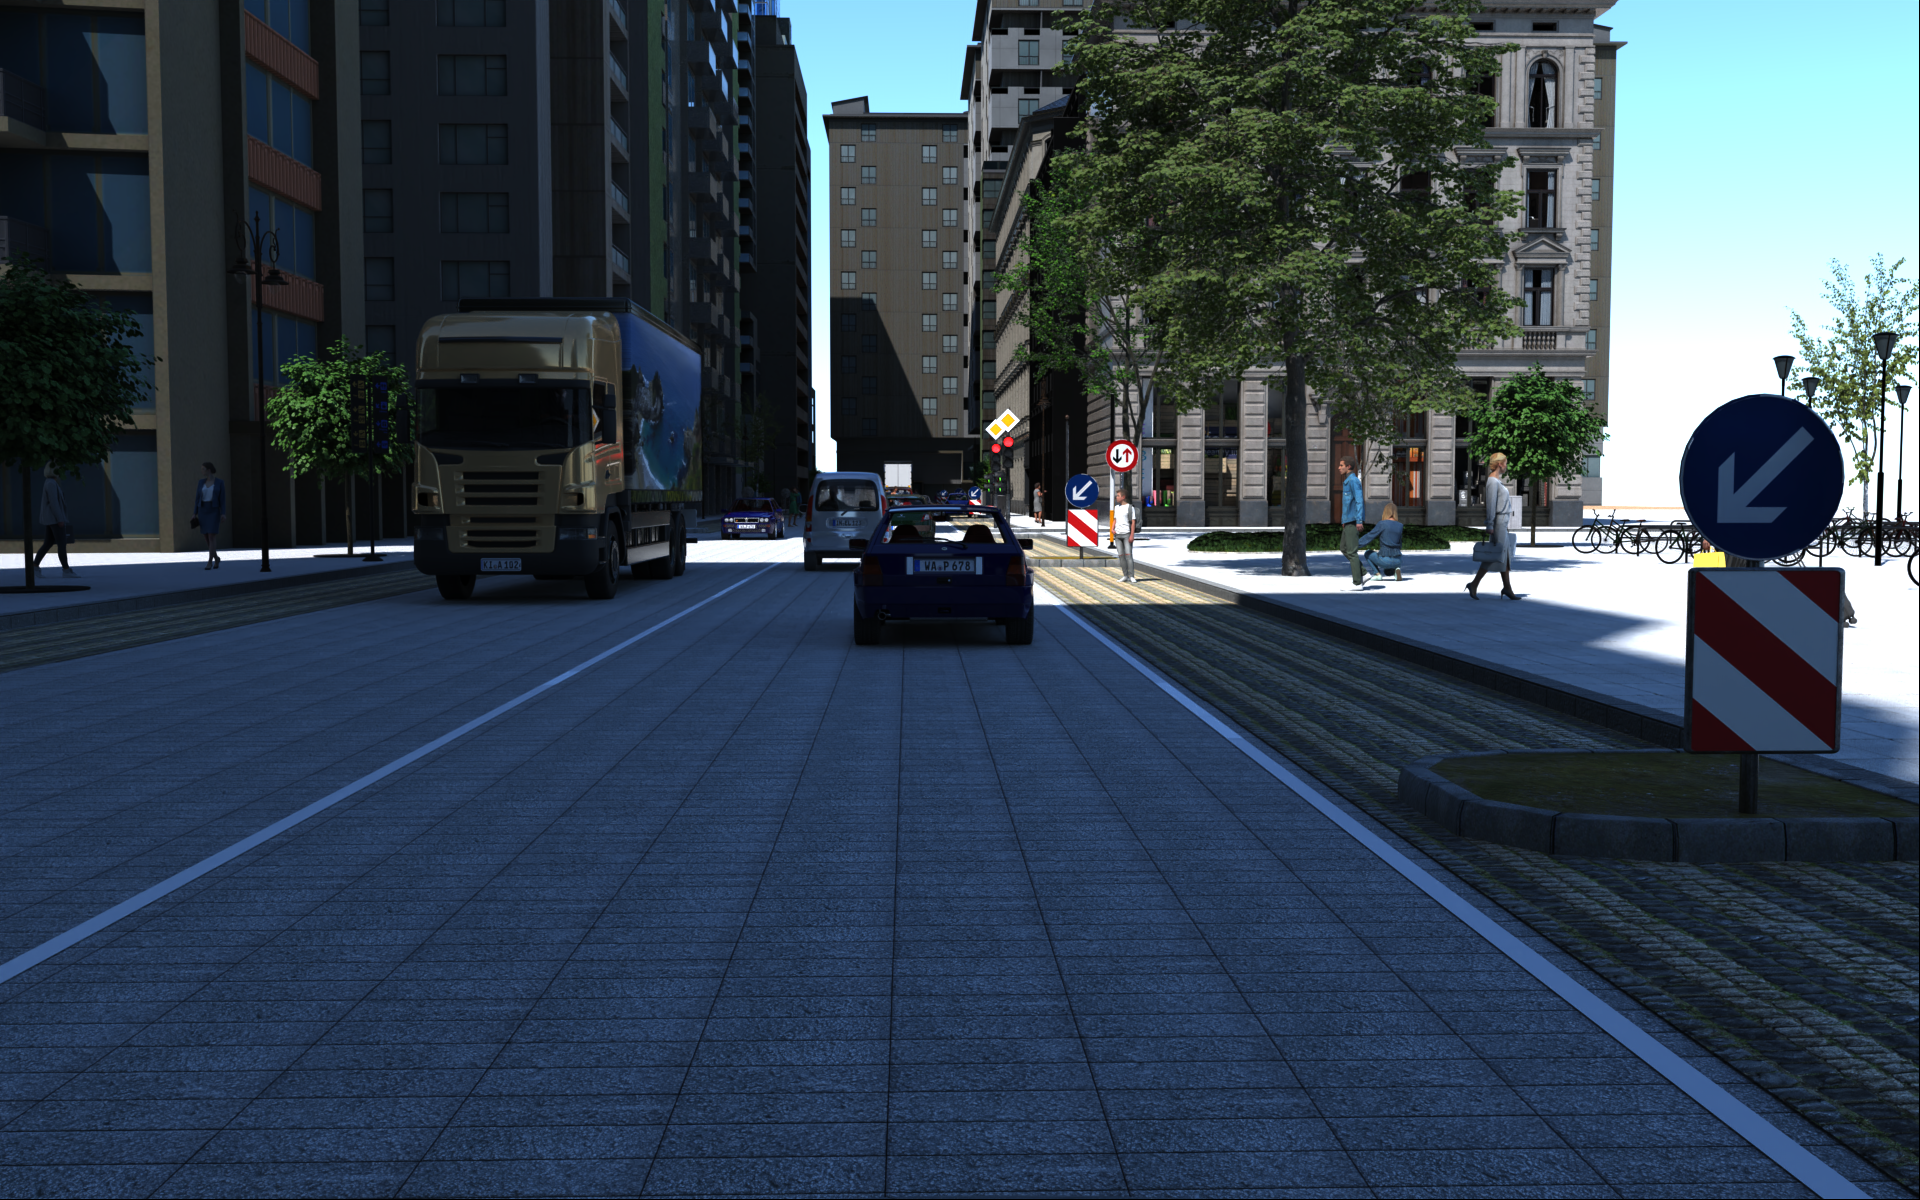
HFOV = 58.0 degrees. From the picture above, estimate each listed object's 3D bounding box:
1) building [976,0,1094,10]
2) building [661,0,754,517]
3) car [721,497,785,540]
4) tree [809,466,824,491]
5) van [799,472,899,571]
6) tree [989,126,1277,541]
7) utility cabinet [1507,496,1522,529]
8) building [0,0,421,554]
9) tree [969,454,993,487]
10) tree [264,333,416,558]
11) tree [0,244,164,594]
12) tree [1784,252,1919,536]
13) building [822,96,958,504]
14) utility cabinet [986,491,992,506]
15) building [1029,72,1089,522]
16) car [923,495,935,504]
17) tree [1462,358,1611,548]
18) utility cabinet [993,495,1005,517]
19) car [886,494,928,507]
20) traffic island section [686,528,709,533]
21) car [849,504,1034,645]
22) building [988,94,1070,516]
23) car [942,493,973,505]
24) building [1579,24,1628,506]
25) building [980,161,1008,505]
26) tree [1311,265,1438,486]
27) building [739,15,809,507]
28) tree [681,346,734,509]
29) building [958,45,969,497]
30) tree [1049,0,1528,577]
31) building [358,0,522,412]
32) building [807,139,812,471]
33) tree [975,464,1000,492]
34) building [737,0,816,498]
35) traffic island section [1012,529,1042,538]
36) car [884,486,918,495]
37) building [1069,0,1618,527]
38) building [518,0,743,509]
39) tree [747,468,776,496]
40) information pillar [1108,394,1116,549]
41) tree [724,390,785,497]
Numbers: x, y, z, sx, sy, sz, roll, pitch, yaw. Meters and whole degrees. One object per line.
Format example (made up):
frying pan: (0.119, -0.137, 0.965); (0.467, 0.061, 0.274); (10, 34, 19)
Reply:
building: (16.023, -35.733, 173.478); (28.713, 52.752, 27.495); (0, 4, -2)
building: (-24.800, -29.418, 100.591); (23.786, 49.044, 30.456); (0, 4, -2)
car: (-6.609, -2.619, 55.400); (1.945, 1.354, 3.894); (0, 4, 0)
tree: (-16.624, -13.129, 198.374); (4.285, 4.588, 4.351); (0, 3, 0)
van: (-2.161, -1.637, 33.772); (2.013, 2.044, 4.112); (0, 4, -3)
tree: (4.831, -7.475, 47.975); (9.928, 11.665, 9.643); (0, 3, 0)
utility cabinet: (20.415, -3.268, 64.600); (1.020, 1.237, 0.306); (0, 4, 6)
building: (-29.330, -23.749, 42.922); (28.867, 44.769, 22.147); (0, 4, -2)
tree: (2.358, -9.721, 142.658); (4.285, 4.588, 4.351); (0, 3, 0)
tree: (-12.577, -3.173, 35.599); (4.285, 4.588, 4.351); (0, 3, 0)
tree: (-12.278, -2.398, 22.916); (4.285, 4.588, 4.351); (0, 3, 0)
tree: (27.191, -6.234, 52.294); (4.737, 8.622, 4.395); (0, 3, 0)
building: (-4.326, -39.688, 238.129); (27.495, 52.752, 28.713); (0, 4, -2)
utility cabinet: (1.827, -5.935, 105.715); (0.318, 1.500, 1.173); (1, 4, 13)
building: (10.223, -15.799, 87.990); (12.332, 23.373, 15.834); (0, 4, -2)
car: (-2.469, -5.415, 100.898); (2.083, 1.381, 4.827); (0, 4, -2)
tree: (13.959, -3.560, 41.915); (4.285, 4.588, 4.351); (0, 3, 0)
utility cabinet: (2.168, -5.138, 95.166); (0.306, 1.237, 1.020); (2, 4, 26)
car: (-1.529, -2.252, 46.603); (2.009, 1.686, 4.222); (0, 4, -1)
traffic island section: (-10.480, -2.586, 64.557); (2.009, 0.180, 2.903); (0, 4, -2)
car: (-0.188, -0.321, 17.828); (1.945, 1.354, 3.894); (0, 4, -1)
building: (11.404, -20.878, 117.765); (17.030, 29.872, 44.131); (0, 4, -2)
car: (-0.125, -5.905, 106.140); (1.945, 1.707, 3.694); (0, 4, -1)
building: (57.630, -37.450, 201.550); (27.495, 52.752, 28.713); (0, 4, -2)
building: (8.718, -23.323, 153.028); (14.160, 30.474, 14.107); (0, 4, -2)
tree: (12.807, -6.372, 54.542); (4.360, 8.622, 3.978); (0, 3, 0)
building: (-27.102, -34.037, 180.211); (21.300, 48.544, 21.600); (0, 4, -2)
tree: (-13.310, -8.174, 84.001); (4.360, 8.622, 3.978); (0, 3, 0)
building: (14.760, -37.419, 201.039); (28.713, 52.752, 27.495); (0, 4, -2)
tree: (4.848, -6.655, 26.931); (7.486, 12.596, 7.792); (0, 3, 0)
building: (-20.062, -23.679, 70.742); (14.154, 41.232, 14.086); (0, 4, -2)
building: (-25.182, -34.024, 206.402); (14.200, 45.320, 14.600); (0, 4, -2)
tree: (1.818, -7.177, 111.940); (1.663, 3.219, 1.824); (0, 3, 0)
building: (-35.318, -56.284, 232.909); (31.000, 86.520, 22.319); (0, 4, -2)
traffic island section: (1.592, -2.119, 56.919); (2.009, 0.180, 2.903); (0, 4, -2)
car: (-3.207, -4.849, 87.949); (2.281, 1.827, 5.304); (0, 4, -3)
building: (14.938, -14.833, 71.403); (19.941, 23.489, 11.050); (0, 4, -2)
building: (-24.325, -27.369, 131.071); (14.154, 41.232, 14.086); (0, 4, -2)
tree: (-14.951, -8.345, 131.045); (1.663, 3.219, 1.824); (0, 3, 0)
information pillar: (3.586, -3.018, 40.697); (0.183, 3.616, 0.504); (1, 4, 9)
tree: (-14.502, -10.482, 121.739); (4.737, 8.622, 4.395); (0, 3, 0)
